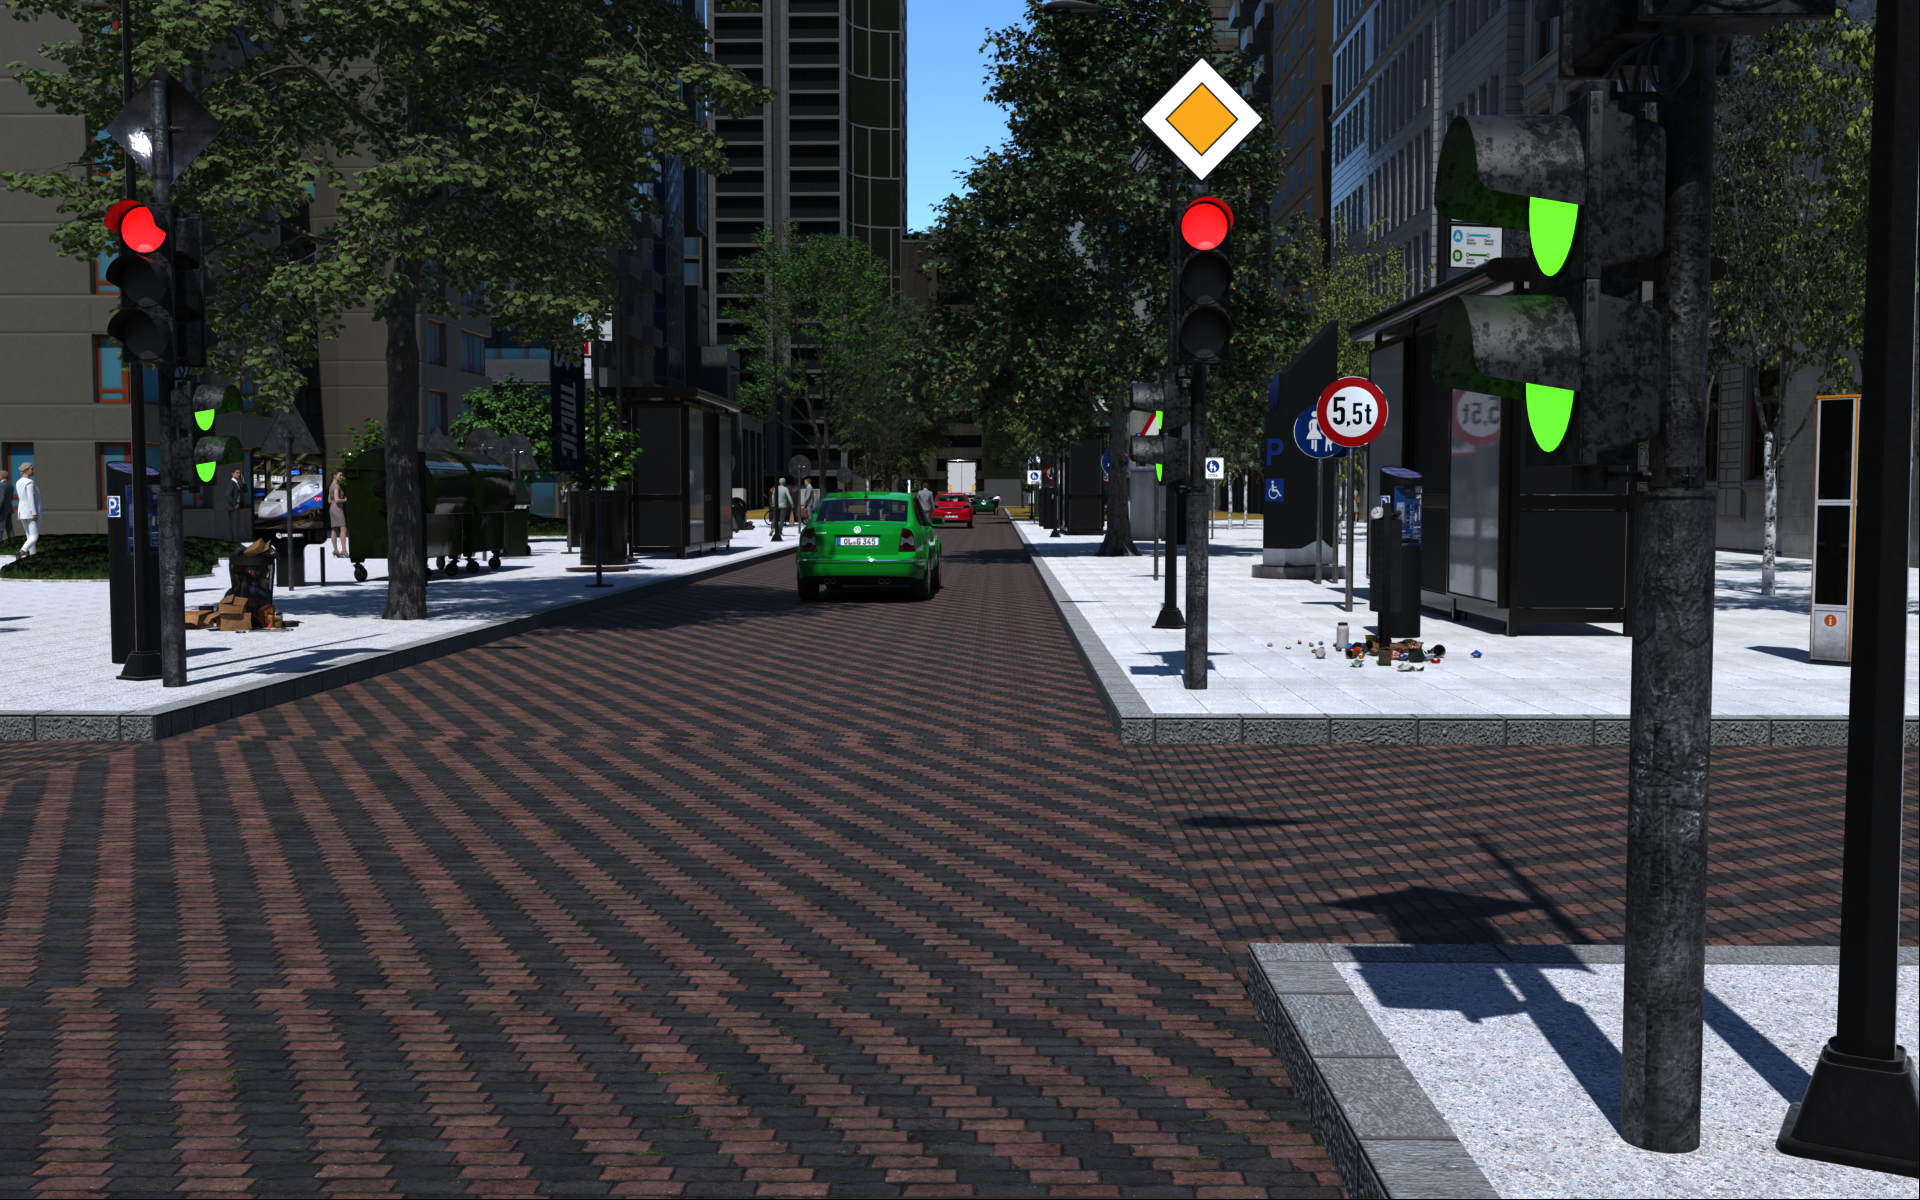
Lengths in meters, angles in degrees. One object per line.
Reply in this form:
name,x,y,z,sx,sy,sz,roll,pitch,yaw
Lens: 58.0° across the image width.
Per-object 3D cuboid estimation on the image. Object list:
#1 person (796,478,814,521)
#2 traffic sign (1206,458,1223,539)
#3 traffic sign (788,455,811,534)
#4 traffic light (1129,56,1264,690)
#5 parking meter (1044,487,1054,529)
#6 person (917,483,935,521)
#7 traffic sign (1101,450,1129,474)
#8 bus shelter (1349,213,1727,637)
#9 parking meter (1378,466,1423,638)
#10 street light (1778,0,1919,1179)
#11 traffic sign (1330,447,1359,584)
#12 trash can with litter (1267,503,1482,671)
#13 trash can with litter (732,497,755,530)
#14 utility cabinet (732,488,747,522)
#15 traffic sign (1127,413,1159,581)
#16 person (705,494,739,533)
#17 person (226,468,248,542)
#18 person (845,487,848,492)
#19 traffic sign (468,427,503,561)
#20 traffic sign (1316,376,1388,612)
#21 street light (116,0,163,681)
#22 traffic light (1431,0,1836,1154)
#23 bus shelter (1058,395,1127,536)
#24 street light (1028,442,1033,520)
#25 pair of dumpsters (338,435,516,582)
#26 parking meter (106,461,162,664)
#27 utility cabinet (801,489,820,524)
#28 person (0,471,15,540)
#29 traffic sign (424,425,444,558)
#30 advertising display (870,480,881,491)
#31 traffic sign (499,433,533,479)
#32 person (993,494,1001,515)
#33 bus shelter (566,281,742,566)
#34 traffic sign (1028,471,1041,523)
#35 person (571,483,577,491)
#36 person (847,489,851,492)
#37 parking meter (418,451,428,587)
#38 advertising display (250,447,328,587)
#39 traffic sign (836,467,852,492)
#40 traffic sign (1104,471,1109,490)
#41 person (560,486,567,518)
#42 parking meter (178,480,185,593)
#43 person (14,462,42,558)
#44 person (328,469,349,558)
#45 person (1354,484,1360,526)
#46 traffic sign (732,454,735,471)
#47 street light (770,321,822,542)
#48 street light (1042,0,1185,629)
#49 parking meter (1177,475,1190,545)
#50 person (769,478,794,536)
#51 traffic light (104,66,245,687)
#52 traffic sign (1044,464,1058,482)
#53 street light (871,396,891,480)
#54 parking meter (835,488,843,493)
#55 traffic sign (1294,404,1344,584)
person,-5.133,-3.215,58.729,0.853,1.813,0.709,0,4,-2
traffic sign,7.135,-2.862,48.918,0.606,2.300,0.079,0,4,5
traffic sign,-5.208,-3.428,56.160,0.768,2.556,0.104,1,4,11
traffic light,1.539,-1.369,11.310,0.839,4.253,0.868,0,4,1
parking meter,3.251,-3.371,63.528,0.372,1.533,0.369,0,3,0
person,-1.203,-3.036,58.258,0.709,1.813,0.853,0,4,-3
traffic sign,4.328,-2.958,48.464,0.768,2.556,0.104,0,4,1
bus shelter,5.814,-2.570,19.655,2.179,5.291,8.768,0,4,1
parking meter,3.951,-0.437,15.550,0.372,1.533,0.369,0,3,0
street light,1.240,-1.878,3.254,1.470,5.913,1.316,0,4,1
traffic sign,5.384,-1.509,24.779,0.768,2.556,0.104,0,4,2
trash can with litter,3.244,-0.155,13.586,1.678,1.210,2.233,1,4,12
trash can with litter,-7.797,-3.082,61.775,0.624,1.170,1.055,2,4,27
utility cabinet,-8.745,-3.515,66.152,1.173,1.500,0.318,1,4,17
traffic sign,2.910,-1.568,25.634,0.884,2.594,0.081,0,4,6
person,-8.069,-3.114,57.178,1.509,1.804,0.699,3,4,38
person,-16.981,-2.160,40.719,0.474,1.900,0.648,-1,4,-18
person,-7.065,-6.121,106.805,1.217,1.739,0.721,-1,4,-9
traffic sign,-9.102,-2.017,33.088,0.768,2.556,0.104,1,4,9
traffic sign,4.243,-1.144,18.816,0.768,2.556,0.104,0,4,6
street light,-5.130,-2.404,11.855,1.470,5.913,1.316,0,4,1
traffic light,1.372,-0.881,3.327,0.839,4.253,0.868,0,4,1
bus shelter,4.188,-4.897,57.694,2.179,5.291,8.768,0,4,1
street light,2.285,-4.816,51.277,1.470,5.913,1.316,0,4,1
pair of dumpsters,-8.352,-1.521,27.364,1.574,2.255,4.437,0,4,1
parking meter,-6.284,-0.293,13.208,0.372,1.533,0.369,0,3,0
utility cabinet,-6.258,-3.991,73.930,1.173,1.500,0.318,2,4,31
person,-21.273,-1.967,38.381,0.590,1.801,0.661,0,4,-7
traffic sign,-9.877,-2.001,32.724,0.884,2.594,0.081,1,4,11
advertising display,-3.790,-4.452,78.006,0.123,1.923,0.974,1,4,19
traffic sign,-9.339,-2.217,36.346,0.768,2.556,0.104,0,4,8
person,2.515,-6.397,116.284,0.628,1.438,0.799,-1,4,-10
bus shelter,-6.150,-3.526,35.278,2.179,5.291,8.768,0,4,1
traffic sign,3.239,-4.485,75.455,0.606,2.300,0.079,0,4,2
person,-16.634,-4.173,74.455,0.661,1.801,0.590,-3,5,-44
person,-10.269,-9.262,158.272,0.445,1.727,0.742,2,4,26
parking meter,-7.578,-1.111,23.870,0.399,1.863,0.255,1,4,20
advertising display,-9.267,-1.145,23.936,0.974,1.923,0.123,-1,4,-12
traffic sign,-5.429,-4.964,81.267,0.768,2.556,0.104,0,4,2
traffic sign,7.386,-5.290,86.602,0.768,2.556,0.104,0,4,2
person,-19.491,-4.867,85.795,0.592,1.802,0.473,-1,4,-22
parking meter,-10.215,-0.851,22.332,0.372,1.533,0.369,0,3,0
person,-16.433,-1.502,30.485,0.514,1.842,0.818,1,4,13
person,-12.463,-1.739,34.810,0.374,1.781,0.599,-2,4,-35
person,15.942,-3.854,70.054,0.522,1.701,0.512,2,4,33
traffic sign,-6.709,-2.977,48.788,0.768,2.556,0.104,1,4,9
street light,-4.417,-4.535,46.687,1.470,5.913,1.316,0,4,1
street light,1.477,-2.685,16.449,1.470,5.913,1.316,0,4,1
parking meter,5.652,-2.344,44.037,0.399,1.863,0.255,0,4,-3
person,-5.399,-2.830,52.803,0.782,1.767,0.515,1,4,18
traffic light,-5.221,-1.377,11.435,0.839,4.253,0.868,0,4,1
traffic sign,4.007,-4.544,74.394,0.768,2.556,0.104,0,4,2
street light,-3.623,-6.669,81.578,1.470,5.913,1.316,0,4,1
parking meter,-5.528,-4.314,78.949,0.372,1.533,0.369,0,3,0
traffic sign,5.114,-1.499,24.610,0.768,2.556,0.104,0,4,5
